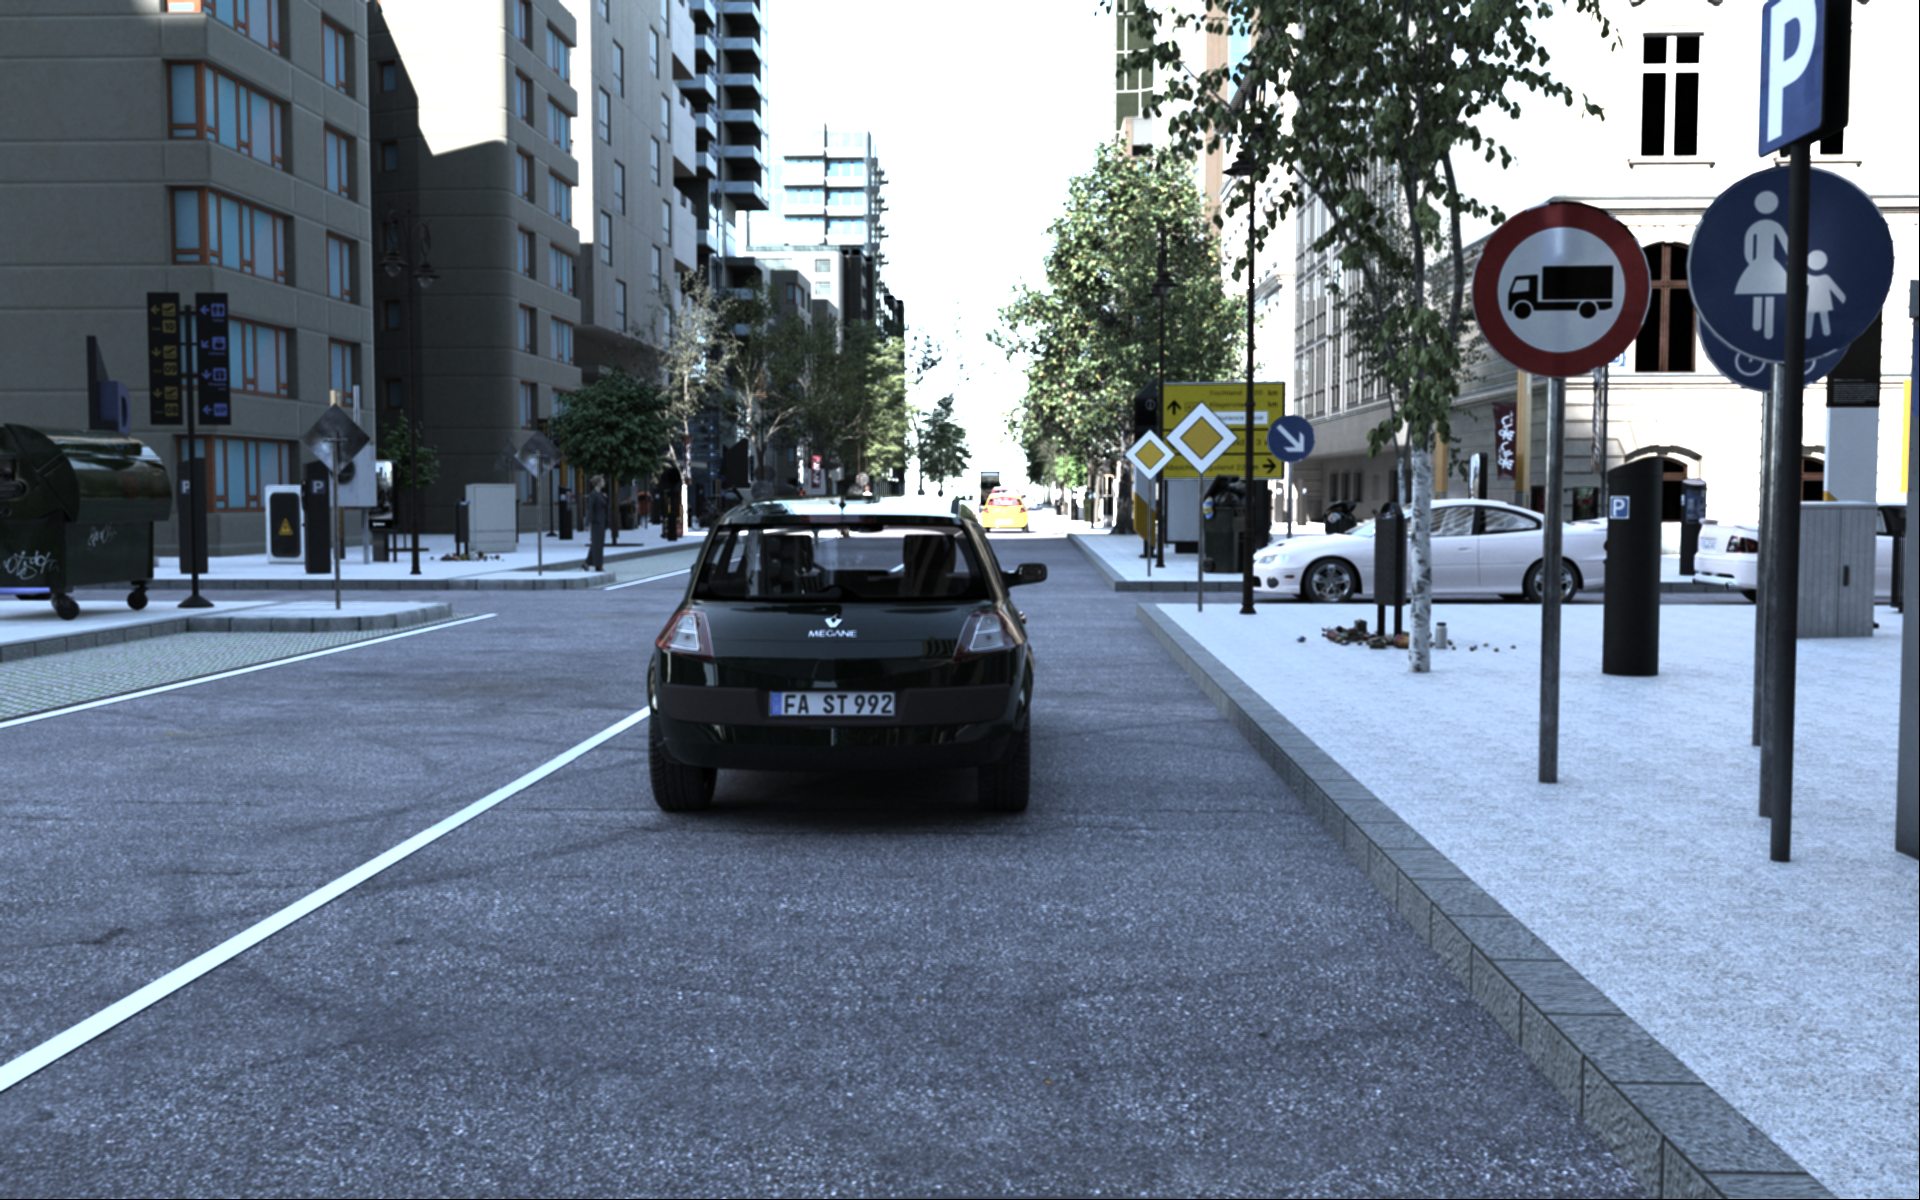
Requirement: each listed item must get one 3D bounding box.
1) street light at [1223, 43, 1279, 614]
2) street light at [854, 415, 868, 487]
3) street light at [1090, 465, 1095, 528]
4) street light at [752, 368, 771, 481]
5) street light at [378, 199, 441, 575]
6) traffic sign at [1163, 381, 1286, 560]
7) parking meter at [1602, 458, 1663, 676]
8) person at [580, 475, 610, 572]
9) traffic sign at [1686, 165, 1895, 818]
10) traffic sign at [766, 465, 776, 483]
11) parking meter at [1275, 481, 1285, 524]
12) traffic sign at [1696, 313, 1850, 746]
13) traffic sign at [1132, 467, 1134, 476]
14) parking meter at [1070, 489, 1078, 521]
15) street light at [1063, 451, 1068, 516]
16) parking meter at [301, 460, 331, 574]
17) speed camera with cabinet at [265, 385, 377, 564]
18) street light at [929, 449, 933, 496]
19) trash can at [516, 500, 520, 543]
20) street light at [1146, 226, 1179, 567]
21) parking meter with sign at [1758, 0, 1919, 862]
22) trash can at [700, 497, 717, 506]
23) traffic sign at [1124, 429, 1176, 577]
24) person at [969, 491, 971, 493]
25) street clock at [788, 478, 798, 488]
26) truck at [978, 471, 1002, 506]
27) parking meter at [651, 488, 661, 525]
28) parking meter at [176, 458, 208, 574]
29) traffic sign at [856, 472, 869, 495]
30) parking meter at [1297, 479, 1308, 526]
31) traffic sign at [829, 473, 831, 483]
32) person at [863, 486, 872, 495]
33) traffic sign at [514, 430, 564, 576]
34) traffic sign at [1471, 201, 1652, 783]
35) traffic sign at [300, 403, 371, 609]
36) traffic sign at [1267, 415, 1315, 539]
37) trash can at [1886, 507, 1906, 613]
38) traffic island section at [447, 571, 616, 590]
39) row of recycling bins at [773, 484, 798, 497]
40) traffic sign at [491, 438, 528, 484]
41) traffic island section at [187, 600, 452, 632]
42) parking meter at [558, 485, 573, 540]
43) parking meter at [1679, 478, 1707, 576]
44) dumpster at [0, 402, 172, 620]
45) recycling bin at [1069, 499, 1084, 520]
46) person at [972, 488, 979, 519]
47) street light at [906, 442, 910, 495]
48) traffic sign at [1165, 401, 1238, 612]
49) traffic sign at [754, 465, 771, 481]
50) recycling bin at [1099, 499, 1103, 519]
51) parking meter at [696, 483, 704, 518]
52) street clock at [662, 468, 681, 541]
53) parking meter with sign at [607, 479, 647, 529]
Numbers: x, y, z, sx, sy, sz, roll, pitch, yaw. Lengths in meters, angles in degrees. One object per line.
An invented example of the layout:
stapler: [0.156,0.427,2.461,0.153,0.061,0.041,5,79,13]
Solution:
street light: [3.090,-2.790,18.407,0.468,5.910,1.993,0,4,2]
street light: [-5.786,-7.744,99.401,0.468,5.910,1.993,0,4,2]
street light: [5.008,-5.662,65.368,0.468,5.910,1.993,0,4,2]
street light: [-7.257,-5.552,63.556,0.468,5.910,1.993,0,4,2]
street light: [-8.704,-3.348,27.522,0.468,5.910,1.993,0,4,2]
traffic sign: [4.746,-2.297,31.433,2.265,3.308,0.079,1,4,12]
parking meter: [4.785,-0.239,12.321,0.372,1.533,0.369,0,3,0]
person: [-6.533,-1.350,30.986,0.534,1.772,0.576,-1,4,-13]
traffic sign: [3.224,-0.410,6.815,0.768,2.556,0.104,0,4,7]
traffic sign: [-8.541,-4.698,76.916,0.768,2.556,0.104,0,4,6]
parking meter: [13.876,-4.247,75.155,0.399,1.863,0.255,1,4,17]
traffic sign: [4.089,-0.530,8.766,0.768,2.556,0.104,0,4,6]
traffic sign: [7.108,-4.131,67.654,0.768,2.556,0.104,1,4,9]
parking meter: [5.463,-4.545,82.728,0.372,1.533,0.369,0,3,0]
street light: [6.500,-8.256,107.772,0.468,5.910,1.993,0,4,2]
parking meter: [-10.385,-1.359,27.925,0.399,1.863,0.255,-2,4,-34]
speed camera with cabinet: [-11.703,-2.283,31.669,2.038,3.252,0.660,1,4,18]
street light: [-2.946,-12.344,174.611,0.468,5.910,1.993,0,4,2]
trash can: [-11.383,-1.941,43.389,0.748,1.137,0.748,0,3,0]
street light: [3.506,-3.509,30.161,0.468,5.910,1.993,0,4,2]
parking meter with sign: [3.694,-0.590,5.911,1.738,3.016,0.543,0,4,4]
trash can: [-11.075,-3.962,76.436,0.748,1.137,0.748,0,3,0]
traffic sign: [2.931,-1.417,26.805,0.795,2.450,0.064,0,4,2]
person: [0.947,-9.393,162.797,1.217,1.735,0.721,-1,4,-14]
street clock: [-7.689,-4.620,80.111,0.471,2.002,0.358,-2,4,-33]
truck: [3.646,-13.464,209.056,2.839,4.237,11.283,0,4,2]
parking meter: [-12.801,-3.948,72.953,0.372,1.533,0.369,0,3,0]
parking meter: [-12.376,-1.357,27.906,0.399,1.863,0.255,1,4,13]
traffic sign: [-5.755,-6.239,102.118,0.768,2.556,0.104,0,4,7]
parking meter: [13.633,-3.872,69.010,0.399,1.863,0.255,-3,5,-39]
traffic sign: [-7.631,-5.967,97.671,0.768,2.556,0.104,0,4,3]
person: [-3.595,-3.635,68.502,0.480,1.755,0.524,1,4,16]
traffic sign: [-6.605,-1.441,27.200,0.795,2.450,0.064,0,4,2]
traffic sign: [2.622,-0.461,7.644,0.768,2.556,0.104,0,4,5]
traffic sign: [-6.920,-0.953,19.221,0.795,2.450,0.064,0,4,2]
traffic sign: [5.330,-1.704,27.969,0.768,2.556,0.104,0,4,5]
trash can: [10.378,-0.428,18.647,0.748,1.137,0.748,0,3,0]
traffic island section: [-6.629,-0.305,27.263,2.009,0.180,2.903,0,4,2]
row of recycling bins: [-7.233,-3.939,71.516,1.069,1.692,3.534,0,4,-2]
traffic sign: [-10.352,-2.433,39.791,0.884,2.594,0.081,1,4,8]
traffic island section: [-6.944,0.183,19.284,2.009,0.180,2.903,0,4,2]
parking meter: [-11.116,-2.471,48.813,0.372,1.533,0.369,0,3,0]
parking meter: [11.605,-1.162,27.408,0.372,1.533,0.369,0,3,0]
dumpster: [-9.535,-0.968,18.326,1.502,2.255,1.985,0,4,2]
recycling bin: [5.743,-4.413,84.699,0.722,1.027,0.722,-1,4,-9]
person: [0.829,-5.121,92.563,0.374,1.781,0.599,-1,4,-12]
street light: [-4.214,-10.207,139.673,0.468,5.910,1.993,0,4,2]
traffic sign: [2.616,-0.929,18.826,0.795,2.450,0.064,0,4,2]
traffic sign: [-8.728,-4.675,76.548,0.768,2.556,0.104,1,4,9]
recycling bin: [7.105,-4.629,88.244,0.722,1.027,0.722,-3,5,-41]
parking meter: [-13.854,-5.296,92.293,0.399,1.863,0.255,-3,5,-45]
street clock: [-7.874,-2.616,47.343,0.358,2.002,0.471,3,5,44]
parking meter with sign: [-12.284,-4.144,64.015,1.738,3.016,0.543,2,4,27]
